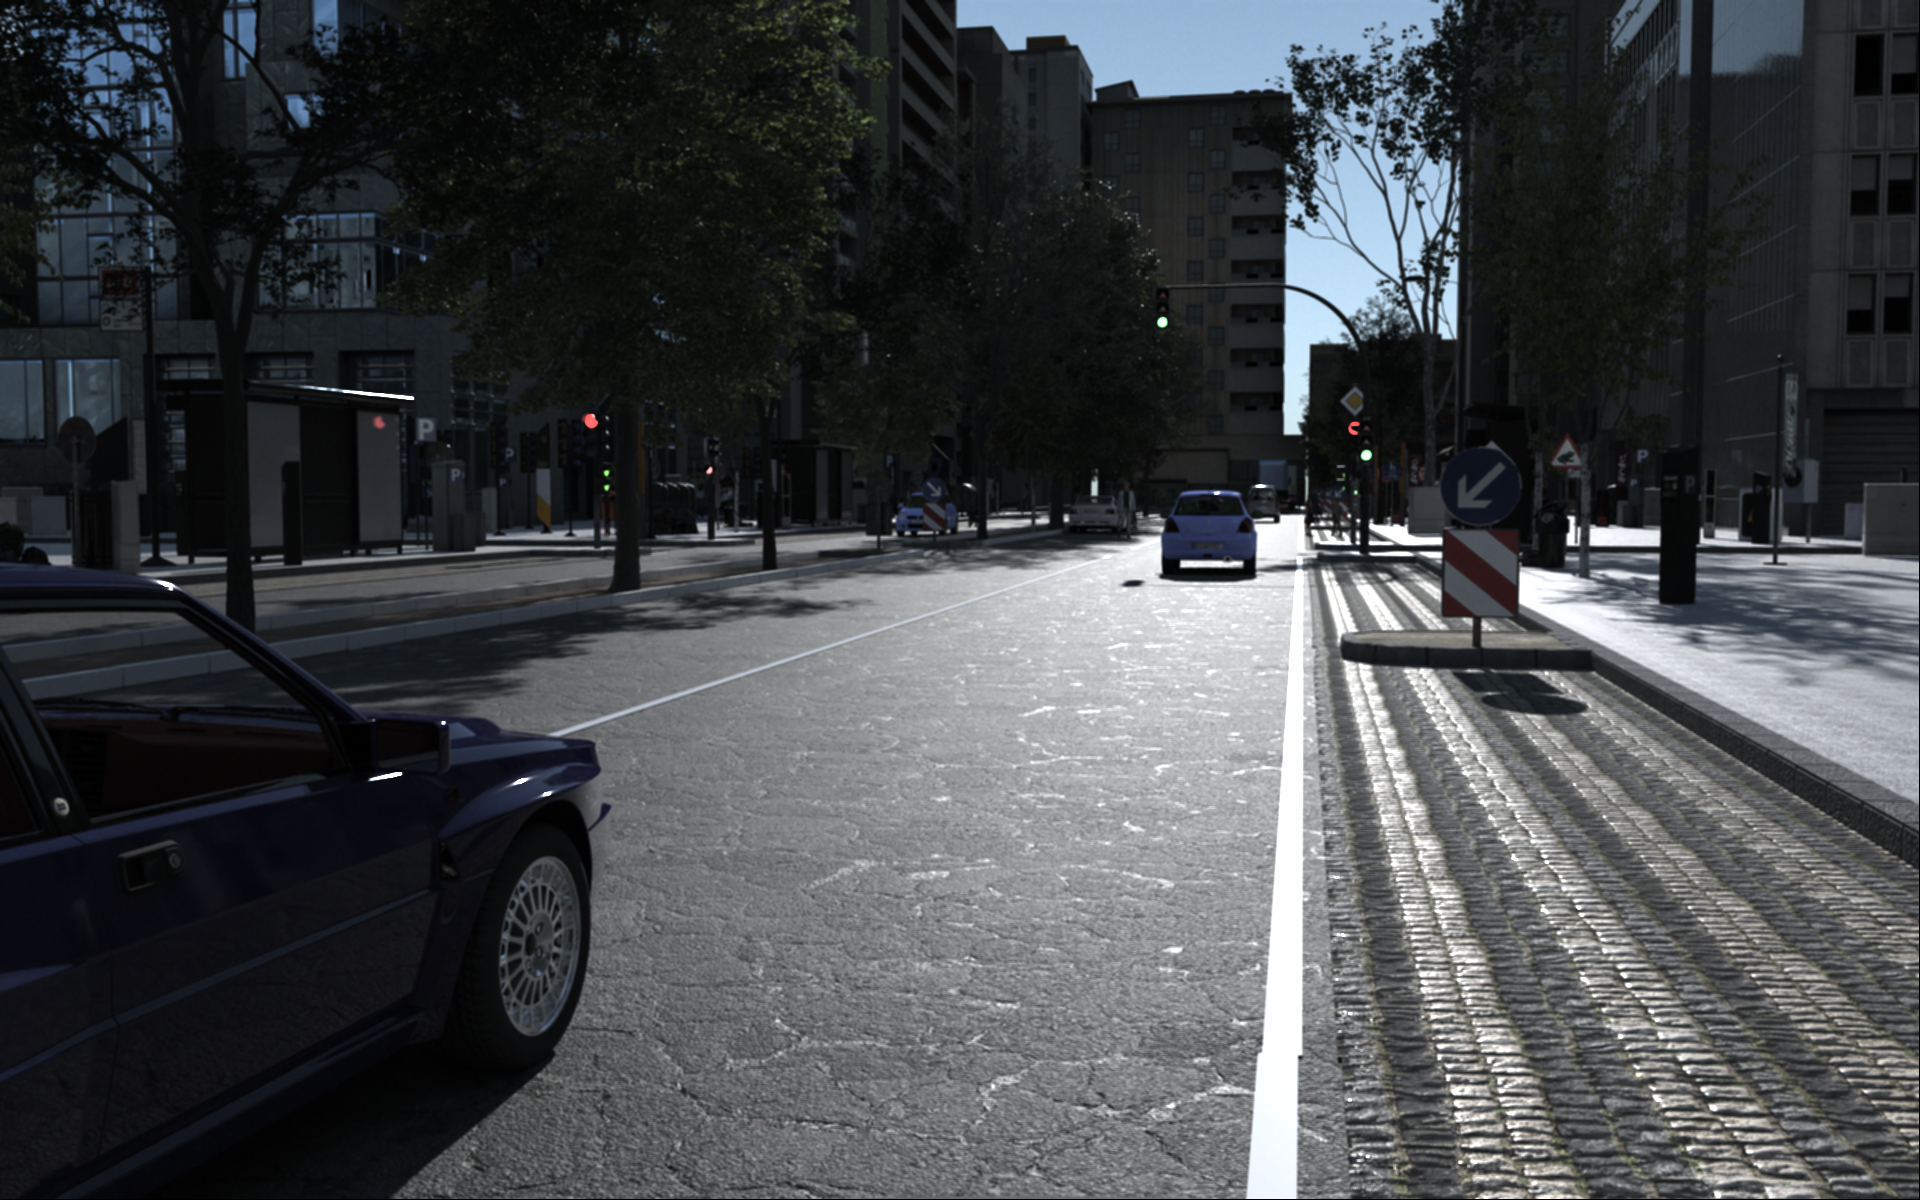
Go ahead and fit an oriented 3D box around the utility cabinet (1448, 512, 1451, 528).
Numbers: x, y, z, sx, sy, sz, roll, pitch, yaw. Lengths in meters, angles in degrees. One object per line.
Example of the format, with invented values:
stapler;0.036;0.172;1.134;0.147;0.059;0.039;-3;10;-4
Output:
utility cabinet;17.827;-3.446;65.025;1.173;1.500;0.318;2;4;31

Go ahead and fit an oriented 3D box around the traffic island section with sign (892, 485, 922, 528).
traffic island section with sign;-1.881;-3.920;72.726;1.989;1.847;2.006;1;4;11

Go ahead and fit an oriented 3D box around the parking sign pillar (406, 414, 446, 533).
parking sign pillar;-17.913;-4.267;58.235;1.447;3.967;1.447;-1;4;-21

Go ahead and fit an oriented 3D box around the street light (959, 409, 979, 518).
street light;0.646;-7.435;94.096;1.470;5.913;1.316;1;4;11

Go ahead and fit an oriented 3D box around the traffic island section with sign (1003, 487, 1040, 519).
traffic island section with sign;3.601;-5.610;100.354;1.989;1.847;2.006;1;4;11

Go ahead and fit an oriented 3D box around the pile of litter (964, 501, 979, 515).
pile of litter;1.343;-6.404;118.664;1.719;0.858;1.176;0;4;-6

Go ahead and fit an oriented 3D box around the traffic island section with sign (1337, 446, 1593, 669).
traffic island section with sign;4.381;-0.404;15.228;1.989;1.847;2.006;1;4;11

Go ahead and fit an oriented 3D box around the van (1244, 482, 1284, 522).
van;15.610;-5.021;89.107;2.013;2.044;4.112;1;4;12

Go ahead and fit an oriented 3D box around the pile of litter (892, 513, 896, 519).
pile of litter;-3.875;-4.690;90.643;1.719;0.858;1.176;1;4;11

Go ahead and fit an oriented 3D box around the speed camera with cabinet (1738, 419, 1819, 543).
speed camera with cabinet;21.774;-3.166;46.098;0.660;3.252;2.038;-2;4;-25

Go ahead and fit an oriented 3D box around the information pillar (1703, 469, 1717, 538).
information pillar;21.802;-2.805;50.358;0.304;2.012;0.304;1;4;22

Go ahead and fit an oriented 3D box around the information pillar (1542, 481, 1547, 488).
information pillar;33.663;-5.835;99.896;0.304;2.012;0.304;1;4;14

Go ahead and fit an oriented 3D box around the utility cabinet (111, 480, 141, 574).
utility cabinet;-13.413;-1.170;27.815;0.318;1.500;1.173;-2;4;-31

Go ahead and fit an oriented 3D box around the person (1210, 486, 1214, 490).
person;12.404;-4.712;85.503;0.822;1.834;0.622;-2;4;-33

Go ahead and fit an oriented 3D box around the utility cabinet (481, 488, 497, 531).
utility cabinet;-16.127;-3.096;59.297;0.318;1.500;1.173;0;4;-5

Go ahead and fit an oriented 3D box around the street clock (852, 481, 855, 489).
street clock;-5.789;-5.379;92.509;0.358;2.002;0.471;1;4;17

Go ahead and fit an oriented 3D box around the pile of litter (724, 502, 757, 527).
pile of litter;-8.670;-3.295;67.839;1.176;0.858;1.719;-1;4;-9

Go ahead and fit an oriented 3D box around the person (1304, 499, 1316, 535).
person;12.063;-2.844;59.663;0.362;1.253;0.373;-3;4;-36

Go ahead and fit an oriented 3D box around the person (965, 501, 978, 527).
person;0.670;-3.766;75.575;1.012;1.151;0.738;0;4;-7

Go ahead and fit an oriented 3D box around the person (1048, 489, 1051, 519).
person;5.234;-5.566;100.045;0.362;1.759;0.519;1;4;15

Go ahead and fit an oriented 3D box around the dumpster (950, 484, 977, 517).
dumpster;0.196;-5.639;97.953;1.264;1.857;1.865;1;4;11

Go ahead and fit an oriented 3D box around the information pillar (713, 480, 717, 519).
information pillar;-12.917;-5.276;90.750;0.304;2.012;0.304;-1;4;-21

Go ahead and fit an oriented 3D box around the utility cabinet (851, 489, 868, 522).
utility cabinet;-4.724;-4.353;79.857;1.173;1.500;0.318;-1;4;-9

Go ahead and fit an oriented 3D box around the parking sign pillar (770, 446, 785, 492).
parking sign pillar;-10.104;-6.689;97.838;1.447;3.967;1.447;-3;5;-45

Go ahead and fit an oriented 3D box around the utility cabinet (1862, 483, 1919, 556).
utility cabinet;19.144;-1.635;35.419;1.173;1.500;0.318;1;4;16

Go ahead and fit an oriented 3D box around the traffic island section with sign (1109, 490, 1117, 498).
traffic island section with sign;13.127;-8.559;148.565;1.989;1.847;2.006;1;4;11

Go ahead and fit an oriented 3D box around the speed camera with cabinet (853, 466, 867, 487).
speed camera with cabinet;-6.077;-6.061;93.434;2.038;3.252;0.660;0;4;2

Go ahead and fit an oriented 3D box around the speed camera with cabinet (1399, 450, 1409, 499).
speed camera with cabinet;20.452;-5.035;76.657;0.660;3.252;2.038;-3;5;-44

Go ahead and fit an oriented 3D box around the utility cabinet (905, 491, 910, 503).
utility cabinet;-3.468;-6.551;115.793;0.318;1.500;1.173;0;4;-8

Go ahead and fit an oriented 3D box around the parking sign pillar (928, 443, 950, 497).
parking sign pillar;-1.124;-6.317;91.749;1.447;3.967;1.447;-3;5;-41

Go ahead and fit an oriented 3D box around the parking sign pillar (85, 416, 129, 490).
parking sign pillar;-29.450;-4.363;59.809;1.447;3.967;1.447;3;5;40

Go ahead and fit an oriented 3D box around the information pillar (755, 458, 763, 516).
information pillar;-11.451;-6.569;98.757;0.504;3.616;0.183;-1;4;-14

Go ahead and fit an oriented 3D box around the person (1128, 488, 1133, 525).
person;7.403;-4.101;76.230;0.598;1.740;0.731;-2;4;-33

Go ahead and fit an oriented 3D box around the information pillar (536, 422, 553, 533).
information pillar;-13.594;-3.987;56.542;0.504;3.616;0.183;1;4;22

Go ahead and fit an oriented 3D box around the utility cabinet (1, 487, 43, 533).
utility cabinet;-30.502;-2.916;56.355;1.173;1.500;0.318;-1;4;-17

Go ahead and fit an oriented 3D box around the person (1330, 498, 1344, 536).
person;12.769;-2.802;58.583;0.475;1.303;0.640;3;5;40

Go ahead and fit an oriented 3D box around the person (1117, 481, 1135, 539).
person;5.284;-2.875;55.386;0.514;1.842;0.818;-1;4;-19

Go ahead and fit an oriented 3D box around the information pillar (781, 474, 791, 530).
information pillar;-6.301;-3.559;62.689;0.304;2.012;0.304;-1;4;-18

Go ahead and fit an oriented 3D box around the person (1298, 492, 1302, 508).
person;35.181;-10.344;179.085;0.415;1.643;0.593;1;4;18

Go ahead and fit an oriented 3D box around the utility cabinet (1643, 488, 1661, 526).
utility cabinet;27.457;-3.660;68.522;0.318;1.500;1.173;-2;4;-26

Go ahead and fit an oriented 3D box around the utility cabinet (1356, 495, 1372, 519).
utility cabinet;20.825;-4.788;89.451;0.306;1.237;1.020;-2;4;-24

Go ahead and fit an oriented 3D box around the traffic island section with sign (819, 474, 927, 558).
traffic island section with sign;-2.008;-1.928;39.666;2.006;1.907;1.989;1;4;11

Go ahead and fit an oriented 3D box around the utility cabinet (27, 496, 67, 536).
utility cabinet;-28.143;-2.583;53.388;0.306;1.237;1.020;3;5;45

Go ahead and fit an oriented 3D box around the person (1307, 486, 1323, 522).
person;17.878;-4.829;87.411;0.822;1.834;0.622;1;4;15

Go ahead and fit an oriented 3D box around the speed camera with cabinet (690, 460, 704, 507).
speed camera with cabinet;-15.642;-6.466;100.054;0.660;3.252;2.038;2;4;31

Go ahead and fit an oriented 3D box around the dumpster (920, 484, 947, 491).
dumpster;-1.449;-5.127;89.577;1.264;1.857;1.865;1;4;11

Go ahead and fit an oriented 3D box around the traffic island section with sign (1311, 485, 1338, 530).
traffic island section with sign;15.054;-3.709;69.274;1.989;1.847;2.006;1;4;11

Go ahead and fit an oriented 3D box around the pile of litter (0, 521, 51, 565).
pile of litter;-15.178;-0.821;27.388;1.719;0.858;1.176;-2;4;-35

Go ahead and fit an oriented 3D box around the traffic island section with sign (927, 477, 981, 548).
traffic island section with sign;-0.562;-2.373;46.931;2.006;1.907;1.989;1;4;11

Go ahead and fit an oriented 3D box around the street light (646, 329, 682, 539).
street light;-8.282;-4.676;48.998;1.470;5.913;1.316;1;4;11

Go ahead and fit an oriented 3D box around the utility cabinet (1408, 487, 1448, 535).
utility cabinet;14.578;-2.781;54.147;1.173;1.500;0.318;-1;4;-21

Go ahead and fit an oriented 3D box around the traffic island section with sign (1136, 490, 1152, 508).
traffic island section with sign;18.413;-10.194;175.306;1.989;1.847;2.006;1;4;11

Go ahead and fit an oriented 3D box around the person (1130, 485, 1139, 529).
person;7.157;-3.869;71.733;0.573;1.828;0.580;0;4;-6

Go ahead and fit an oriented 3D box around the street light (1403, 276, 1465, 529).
street light;10.123;-3.937;36.906;1.470;5.913;1.316;1;4;11

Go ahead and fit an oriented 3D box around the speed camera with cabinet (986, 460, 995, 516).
speed camera with cabinet;1.581;-6.518;100.904;0.660;3.252;2.038;1;4;11

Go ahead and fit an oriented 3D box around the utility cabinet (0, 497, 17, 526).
utility cabinet;-19.724;-1.468;35.158;0.306;1.237;1.020;2;4;35

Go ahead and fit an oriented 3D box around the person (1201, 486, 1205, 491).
person;12.483;-4.907;88.502;0.659;1.850;0.755;0;4;-8

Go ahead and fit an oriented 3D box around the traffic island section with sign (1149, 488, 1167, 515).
traffic island section with sign;14.002;-6.882;120.650;2.006;1.907;1.989;1;4;11
